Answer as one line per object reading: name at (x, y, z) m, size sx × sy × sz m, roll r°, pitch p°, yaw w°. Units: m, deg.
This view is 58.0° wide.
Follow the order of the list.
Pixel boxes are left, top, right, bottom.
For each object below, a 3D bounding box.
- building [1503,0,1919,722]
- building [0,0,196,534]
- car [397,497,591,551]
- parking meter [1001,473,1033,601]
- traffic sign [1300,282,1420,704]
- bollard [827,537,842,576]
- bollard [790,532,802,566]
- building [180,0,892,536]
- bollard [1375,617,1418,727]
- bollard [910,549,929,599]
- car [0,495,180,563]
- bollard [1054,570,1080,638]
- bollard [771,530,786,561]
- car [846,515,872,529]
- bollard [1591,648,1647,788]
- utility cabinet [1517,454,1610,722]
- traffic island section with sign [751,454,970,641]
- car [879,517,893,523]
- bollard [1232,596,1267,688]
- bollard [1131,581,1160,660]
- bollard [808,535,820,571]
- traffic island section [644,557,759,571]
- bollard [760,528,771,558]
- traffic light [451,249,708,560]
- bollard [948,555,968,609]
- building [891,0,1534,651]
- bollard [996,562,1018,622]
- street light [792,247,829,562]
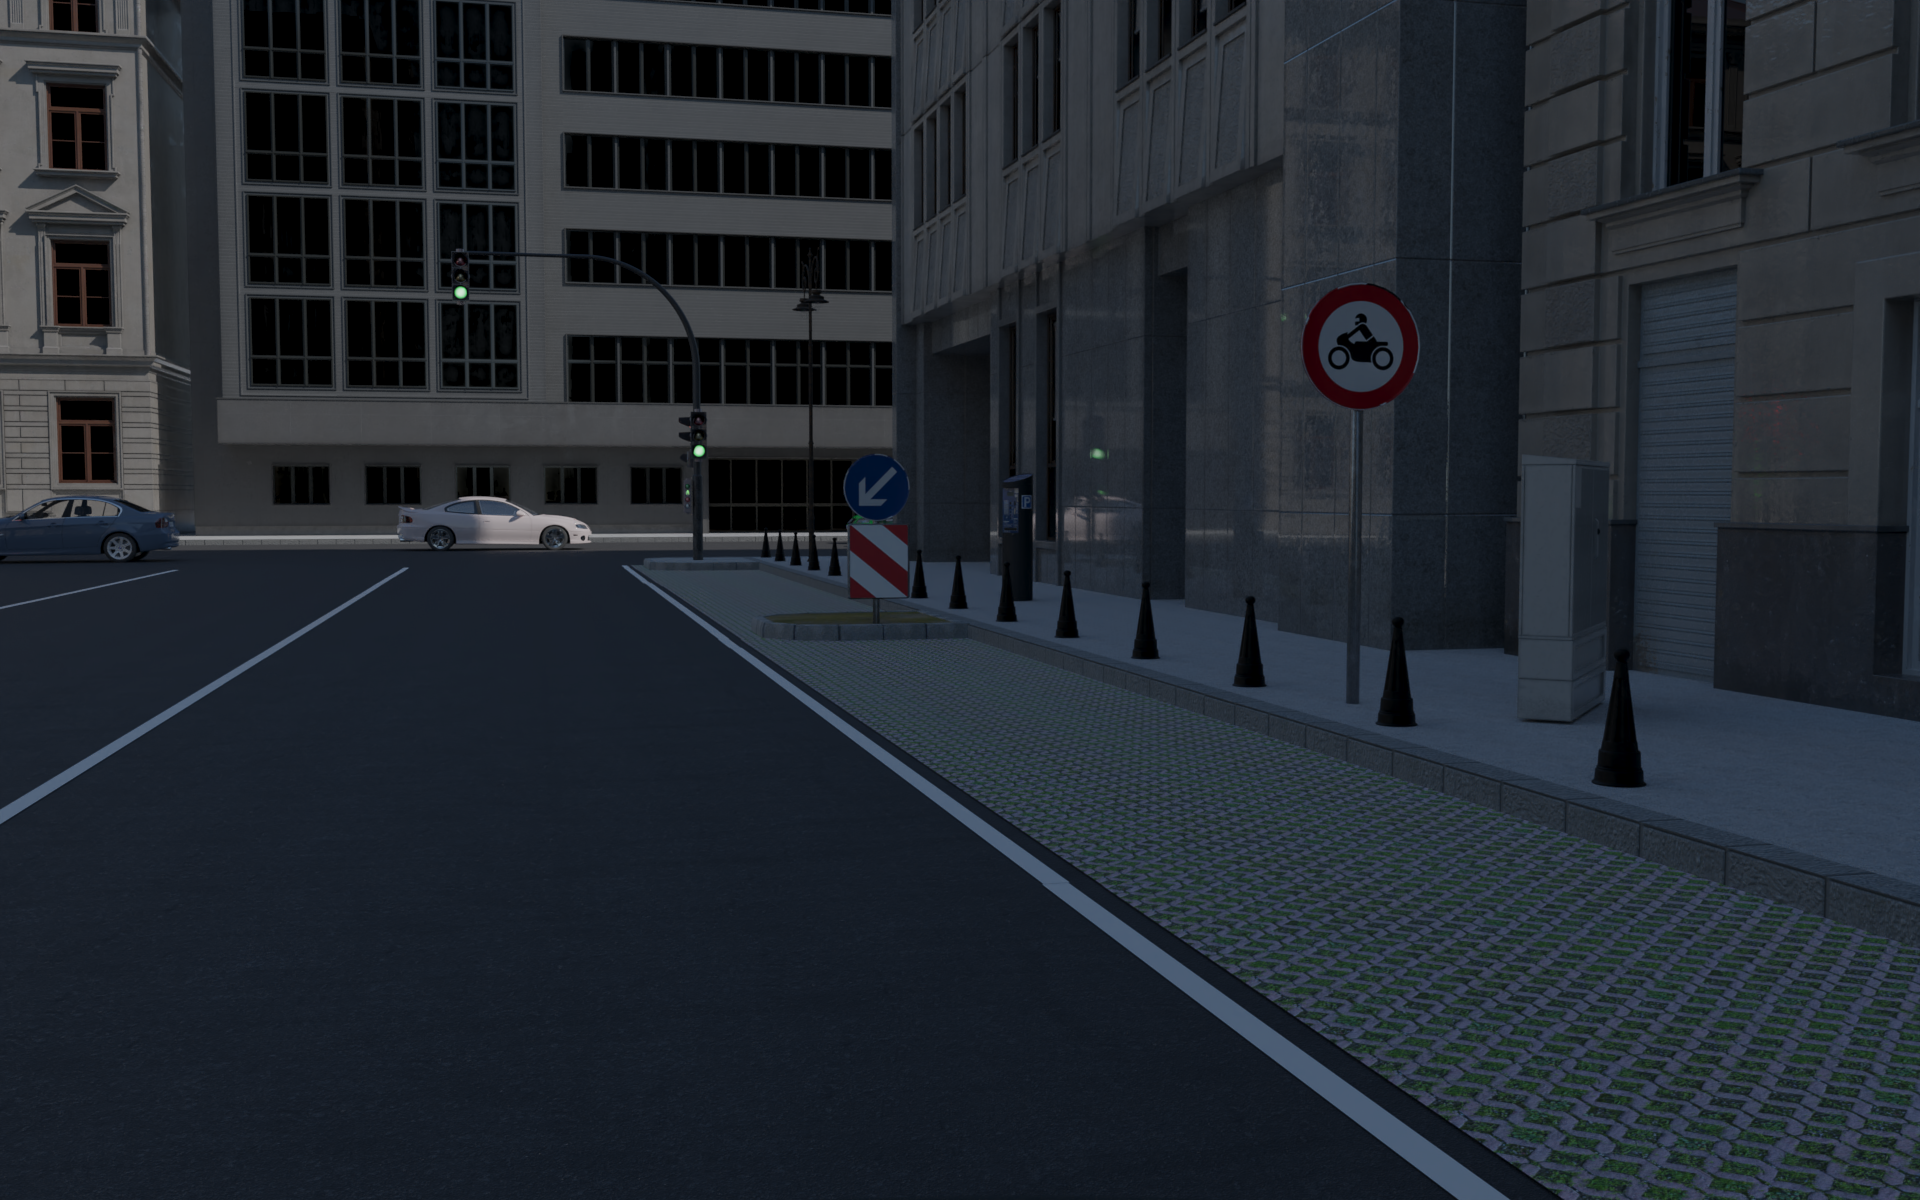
building at (12.770, -12.564, 2.689) m, size 12.463 × 27.353 × 25.104 m, roll -1°, pitch 4°, yaw -14°
building at (-34.560, -13.264, 53.022) m, size 21.152 × 22.565 × 11.583 m, roll -1°, pitch 4°, yaw -14°
car at (-11.952, -1.969, 44.557) m, size 4.827 × 1.381 × 2.083 m, roll -1°, pitch 4°, yaw -14°
parking meter at (0.691, -0.760, 20.838) m, size 0.372 × 1.533 × 0.369 m, roll 0°, pitch 3°, yaw 0°
traffic sign at (2.407, -0.638, 10.539) m, size 0.768 × 2.556 × 0.104 m, roll -1°, pitch 4°, yaw -11°
bollard at (-1.967, -0.682, 27.185) m, size 0.229 × 0.601 × 0.229 m, roll 0°, pitch 3°, yaw 0°
bollard at (-2.948, -0.920, 31.090) m, size 0.229 × 0.601 × 0.229 m, roll 0°, pitch 3°, yaw 0°
building at (-10.140, -14.787, 60.836) m, size 30.058 × 24.678 × 14.314 m, roll -1°, pitch 4°, yaw -14°
bollard at (2.429, 0.393, 9.619) m, size 0.229 × 0.601 × 0.229 m, roll 0°, pitch 3°, yaw 0°
bollard at (-0.502, -0.324, 21.338) m, size 0.229 × 0.601 × 0.229 m, roll 0°, pitch 3°, yaw 0°
car at (-18.984, -1.506, 36.629) m, size 4.499 × 1.417 × 2.014 m, roll -1°, pitch 4°, yaw -15°
bollard at (0.959, 0.034, 15.489) m, size 0.229 × 0.601 × 0.229 m, roll 0°, pitch 3°, yaw 0°
bollard at (-3.434, -1.040, 33.040) m, size 0.229 × 0.601 × 0.229 m, roll 0°, pitch 3°, yaw 0°
car at (-0.964, -2.557, 50.600) m, size 4.718 × 1.807 × 1.959 m, roll -1°, pitch 4°, yaw -14°
bollard at (2.918, 0.513, 7.652) m, size 0.229 × 0.601 × 0.229 m, roll 0°, pitch 3°, yaw 0°
utility cabinet at (3.555, -0.089, 10.136) m, size 0.318 × 1.500 × 1.173 m, roll 2°, pitch 4°, yaw 29°
traffic island section with sign at (-1.102, -0.560, 17.776) m, size 1.989 × 1.847 × 2.006 m, roll -1°, pitch 4°, yaw -14°
car at (0.151, -2.179, 47.425) m, size 4.920 × 1.459 × 2.131 m, roll -1°, pitch 4°, yaw -15°
bollard at (1.937, 0.273, 11.571) m, size 0.229 × 0.601 × 0.229 m, roll 0°, pitch 3°, yaw 0°
bollard at (1.450, 0.154, 13.520) m, size 0.229 × 0.601 × 0.229 m, roll 0°, pitch 3°, yaw 0°
bollard at (-2.456, -0.801, 29.134) m, size 0.229 × 0.601 × 0.229 m, roll 0°, pitch 3°, yaw 0°
traffic island section at (-5.077, -0.696, 33.660) m, size 2.009 × 0.180 × 2.903 m, roll -1°, pitch 4°, yaw -14°
bollard at (-3.920, -1.159, 34.989) m, size 0.229 × 0.601 × 0.229 m, roll 0°, pitch 3°, yaw 0°
traffic light at (-7.126, -3.561, 32.892) m, size 4.771 × 5.953 × 1.251 m, roll -1°, pitch 4°, yaw -14°
bollard at (-0.018, -0.205, 19.387) m, size 0.229 × 0.601 × 0.229 m, roll 0°, pitch 3°, yaw 0°
building at (6.936, -12.627, 24.479) m, size 12.078 × 24.808 × 19.932 m, roll -1°, pitch 4°, yaw -14°
bollard at (0.472, -0.085, 17.438) m, size 0.229 × 0.601 × 0.229 m, roll 0°, pitch 3°, yaw 0°
street light at (-2.814, -3.662, 32.668) m, size 0.468 × 5.910 × 1.993 m, roll -1°, pitch 4°, yaw -14°
